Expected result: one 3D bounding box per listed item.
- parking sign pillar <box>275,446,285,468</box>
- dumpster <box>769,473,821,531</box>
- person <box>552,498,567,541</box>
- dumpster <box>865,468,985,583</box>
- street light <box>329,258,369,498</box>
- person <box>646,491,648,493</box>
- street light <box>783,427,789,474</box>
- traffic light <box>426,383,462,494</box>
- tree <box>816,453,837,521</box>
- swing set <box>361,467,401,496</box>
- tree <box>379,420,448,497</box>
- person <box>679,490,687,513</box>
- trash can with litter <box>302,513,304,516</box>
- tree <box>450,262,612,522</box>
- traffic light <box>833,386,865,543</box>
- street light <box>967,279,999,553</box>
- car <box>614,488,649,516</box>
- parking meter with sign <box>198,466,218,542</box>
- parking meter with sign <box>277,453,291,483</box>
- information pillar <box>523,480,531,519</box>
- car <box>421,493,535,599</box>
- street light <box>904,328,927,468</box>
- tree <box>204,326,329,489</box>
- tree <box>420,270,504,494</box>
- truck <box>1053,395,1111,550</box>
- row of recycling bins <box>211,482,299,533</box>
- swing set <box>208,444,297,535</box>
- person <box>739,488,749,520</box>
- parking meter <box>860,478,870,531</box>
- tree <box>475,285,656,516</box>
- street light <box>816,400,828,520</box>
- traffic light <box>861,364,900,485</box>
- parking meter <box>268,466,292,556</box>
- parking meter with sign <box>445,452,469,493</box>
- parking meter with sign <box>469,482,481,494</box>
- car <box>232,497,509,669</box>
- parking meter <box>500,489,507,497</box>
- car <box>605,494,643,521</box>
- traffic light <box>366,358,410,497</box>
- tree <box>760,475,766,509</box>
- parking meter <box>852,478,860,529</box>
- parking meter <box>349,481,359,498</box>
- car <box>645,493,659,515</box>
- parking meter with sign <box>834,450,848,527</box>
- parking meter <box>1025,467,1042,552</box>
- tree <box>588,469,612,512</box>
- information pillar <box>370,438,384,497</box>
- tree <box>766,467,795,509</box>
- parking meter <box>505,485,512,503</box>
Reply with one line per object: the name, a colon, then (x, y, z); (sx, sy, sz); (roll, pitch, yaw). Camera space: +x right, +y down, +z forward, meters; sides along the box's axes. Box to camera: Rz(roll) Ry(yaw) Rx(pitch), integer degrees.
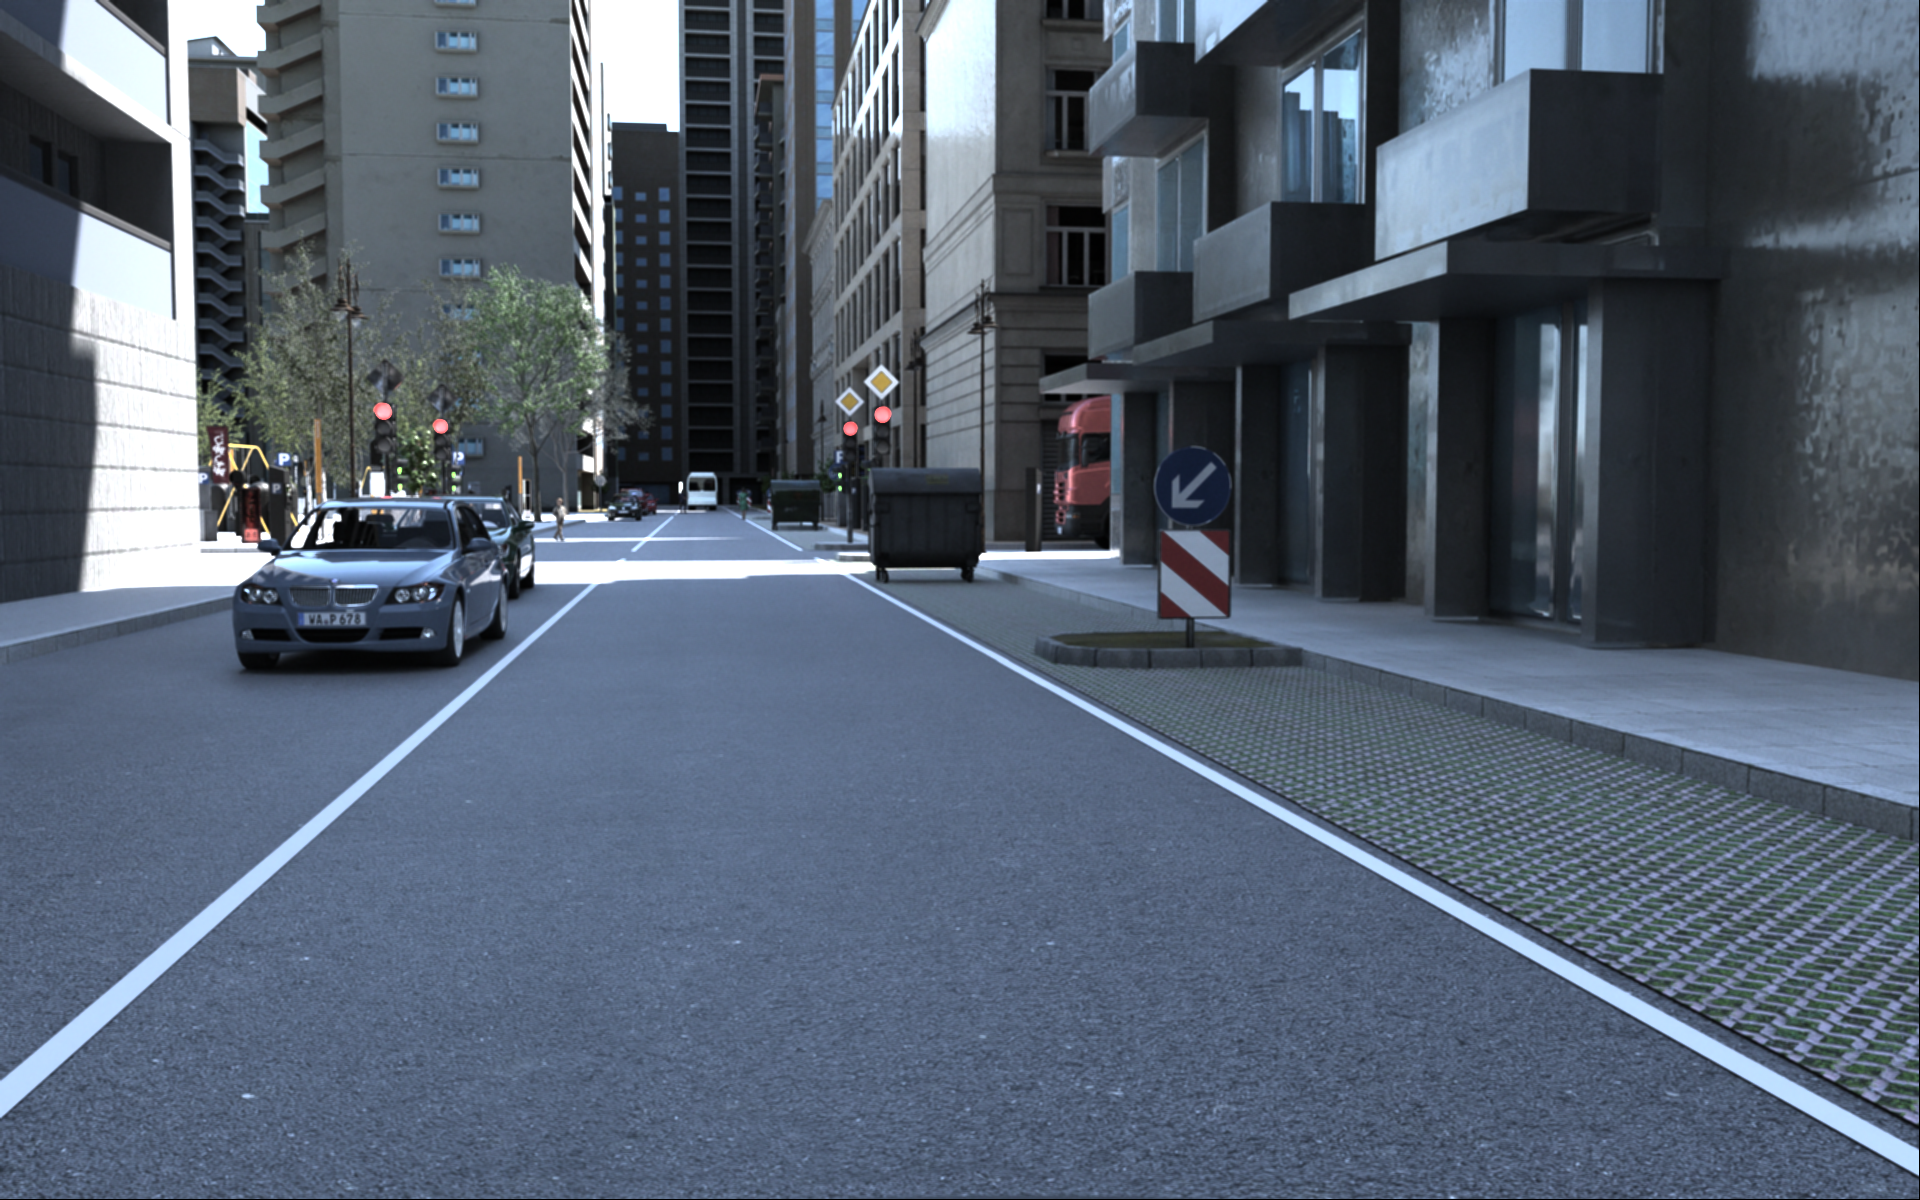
parking sign pillar: (-38.169, -6.650, 97.198); (1.447, 3.967, 1.447); (-1, 4, -12)
dumpster: (-6.440, -3.828, 67.536); (1.985, 2.255, 1.502); (-1, 4, -10)
person: (-12.203, -2.451, 52.852); (0.640, 1.303, 0.475); (3, 4, 36)
dumpster: (-0.588, -1.227, 28.272); (1.865, 1.857, 1.264); (0, 4, -8)
street light: (-11.985, -3.750, 34.103); (0.468, 5.910, 1.993); (-1, 4, -9)
person: (-31.621, -10.177, 175.583); (0.721, 1.739, 1.217); (1, 4, 11)
street light: (-12.036, -8.979, 119.601); (0.468, 5.910, 1.993); (-1, 4, -9)
traffic light: (-13.051, -3.356, 43.794); (0.839, 4.253, 0.868); (-1, 4, -9)
tree: (-6.084, -5.313, 81.463); (1.663, 3.219, 1.824); (0, 3, 0)
swing set: (-32.818, -6.214, 99.215); (3.119, 2.851, 2.862); (1, 4, 22)
tree: (-14.246, -3.114, 45.515); (1.663, 3.219, 1.824); (0, 3, 0)
person: (-20.383, -7.264, 127.712); (0.568, 1.767, 0.683); (3, 4, 38)
trash can with litter: (-38.655, -5.666, 103.693); (2.233, 1.210, 1.678); (-1, 4, -11)
tree: (-19.441, -9.355, 78.711); (9.928, 11.665, 9.643); (0, 3, 0)
traffic light: (-2.906, -3.450, 45.334); (0.839, 4.253, 0.868); (-1, 4, -9)
street light: (0.488, -3.952, 37.401); (0.468, 5.910, 1.993); (-1, 4, -9)
car: (-21.772, -6.498, 114.915); (2.281, 1.827, 5.304); (-1, 4, -8)
parking meter with sign: (-20.684, -3.102, 46.972); (1.738, 3.016, 0.543); (3, 5, 43)
parking meter with sign: (-28.355, -4.677, 72.732); (0.543, 3.016, 1.738); (-1, 4, -21)
information pillar: (-22.119, -5.136, 88.462); (0.304, 2.012, 0.304); (-2, 4, -33)
car: (-7.186, -0.807, 24.994); (2.131, 1.459, 4.920); (-1, 4, -10)
street light: (-1.252, -4.627, 48.447); (0.468, 5.910, 1.993); (-1, 4, -9)
tree: (-30.171, -7.737, 76.856); (4.737, 8.622, 4.395); (0, 3, 0)
tree: (-16.883, -6.526, 57.066); (4.360, 8.622, 3.978); (0, 3, 0)
truck: (7.385, -3.328, 43.332); (11.283, 4.237, 2.839); (0, 4, -7)
row of recycling bins: (-23.821, -3.131, 58.302); (3.534, 1.692, 1.069); (1, 4, 19)
swing set: (-23.035, -3.527, 55.282); (2.862, 2.851, 3.119); (0, 4, -2)
person: (-12.059, -5.369, 96.530); (0.600, 1.795, 0.529); (0, 4, 0)
parking meter: (-3.133, -3.297, 59.624); (0.399, 1.863, 0.255); (-3, 5, -45)
tree: (-23.571, -11.769, 102.800); (12.009, 13.543, 11.850); (0, 3, 0)
street light: (-6.686, -6.803, 84.018); (0.468, 5.910, 1.993); (-1, 4, -9)
traffic light: (-1.716, -2.967, 37.438); (0.839, 4.253, 0.868); (-1, 4, -9)
parking meter: (-14.034, -1.839, 35.780); (0.399, 1.863, 0.255); (0, 4, 6)
parking meter with sign: (-20.620, -4.529, 70.309); (0.543, 3.016, 1.738); (0, 4, 4)
parking meter with sign: (-31.228, -7.048, 111.495); (1.738, 3.016, 0.543); (-2, 4, -33)
car: (-5.220, -0.233, 15.810); (2.014, 1.417, 4.499); (0, 4, -7)
parking meter: (-23.820, -5.016, 90.428); (0.372, 1.533, 0.369); (0, 3, 0)
car: (-18.158, -5.139, 93.804); (2.009, 1.686, 4.222); (-1, 4, -9)
traffic light: (-11.860, -2.873, 35.898); (0.839, 4.253, 0.868); (-1, 4, -9)
tree: (-16.597, -9.503, 149.972); (1.663, 3.219, 1.824); (0, 3, 0)
parking meter: (-3.824, -3.526, 63.354); (0.399, 1.863, 0.255); (2, 4, 33)
parking meter: (-28.070, -4.560, 80.270); (0.399, 1.863, 0.255); (-2, 4, -31)
car: (-22.258, -6.888, 121.664); (2.155, 1.783, 4.494); (-1, 4, -10)
parking meter with sign: (-4.615, -4.396, 68.137); (0.543, 3.016, 1.738); (0, 4, -8)
parking meter: (1.624, -1.988, 38.213); (0.255, 1.863, 0.399); (2, 4, 25)
tree: (-25.645, -7.934, 124.318); (1.663, 3.219, 1.824); (0, 3, 0)
information pillar: (-22.219, -4.568, 66.042); (0.504, 3.616, 0.183); (1, 4, 9)
tree: (-12.289, -7.797, 122.076); (1.663, 3.219, 1.824); (0, 3, 0)
parking meter: (-29.665, -6.605, 113.704); (0.399, 1.863, 0.255); (0, 4, 2)
